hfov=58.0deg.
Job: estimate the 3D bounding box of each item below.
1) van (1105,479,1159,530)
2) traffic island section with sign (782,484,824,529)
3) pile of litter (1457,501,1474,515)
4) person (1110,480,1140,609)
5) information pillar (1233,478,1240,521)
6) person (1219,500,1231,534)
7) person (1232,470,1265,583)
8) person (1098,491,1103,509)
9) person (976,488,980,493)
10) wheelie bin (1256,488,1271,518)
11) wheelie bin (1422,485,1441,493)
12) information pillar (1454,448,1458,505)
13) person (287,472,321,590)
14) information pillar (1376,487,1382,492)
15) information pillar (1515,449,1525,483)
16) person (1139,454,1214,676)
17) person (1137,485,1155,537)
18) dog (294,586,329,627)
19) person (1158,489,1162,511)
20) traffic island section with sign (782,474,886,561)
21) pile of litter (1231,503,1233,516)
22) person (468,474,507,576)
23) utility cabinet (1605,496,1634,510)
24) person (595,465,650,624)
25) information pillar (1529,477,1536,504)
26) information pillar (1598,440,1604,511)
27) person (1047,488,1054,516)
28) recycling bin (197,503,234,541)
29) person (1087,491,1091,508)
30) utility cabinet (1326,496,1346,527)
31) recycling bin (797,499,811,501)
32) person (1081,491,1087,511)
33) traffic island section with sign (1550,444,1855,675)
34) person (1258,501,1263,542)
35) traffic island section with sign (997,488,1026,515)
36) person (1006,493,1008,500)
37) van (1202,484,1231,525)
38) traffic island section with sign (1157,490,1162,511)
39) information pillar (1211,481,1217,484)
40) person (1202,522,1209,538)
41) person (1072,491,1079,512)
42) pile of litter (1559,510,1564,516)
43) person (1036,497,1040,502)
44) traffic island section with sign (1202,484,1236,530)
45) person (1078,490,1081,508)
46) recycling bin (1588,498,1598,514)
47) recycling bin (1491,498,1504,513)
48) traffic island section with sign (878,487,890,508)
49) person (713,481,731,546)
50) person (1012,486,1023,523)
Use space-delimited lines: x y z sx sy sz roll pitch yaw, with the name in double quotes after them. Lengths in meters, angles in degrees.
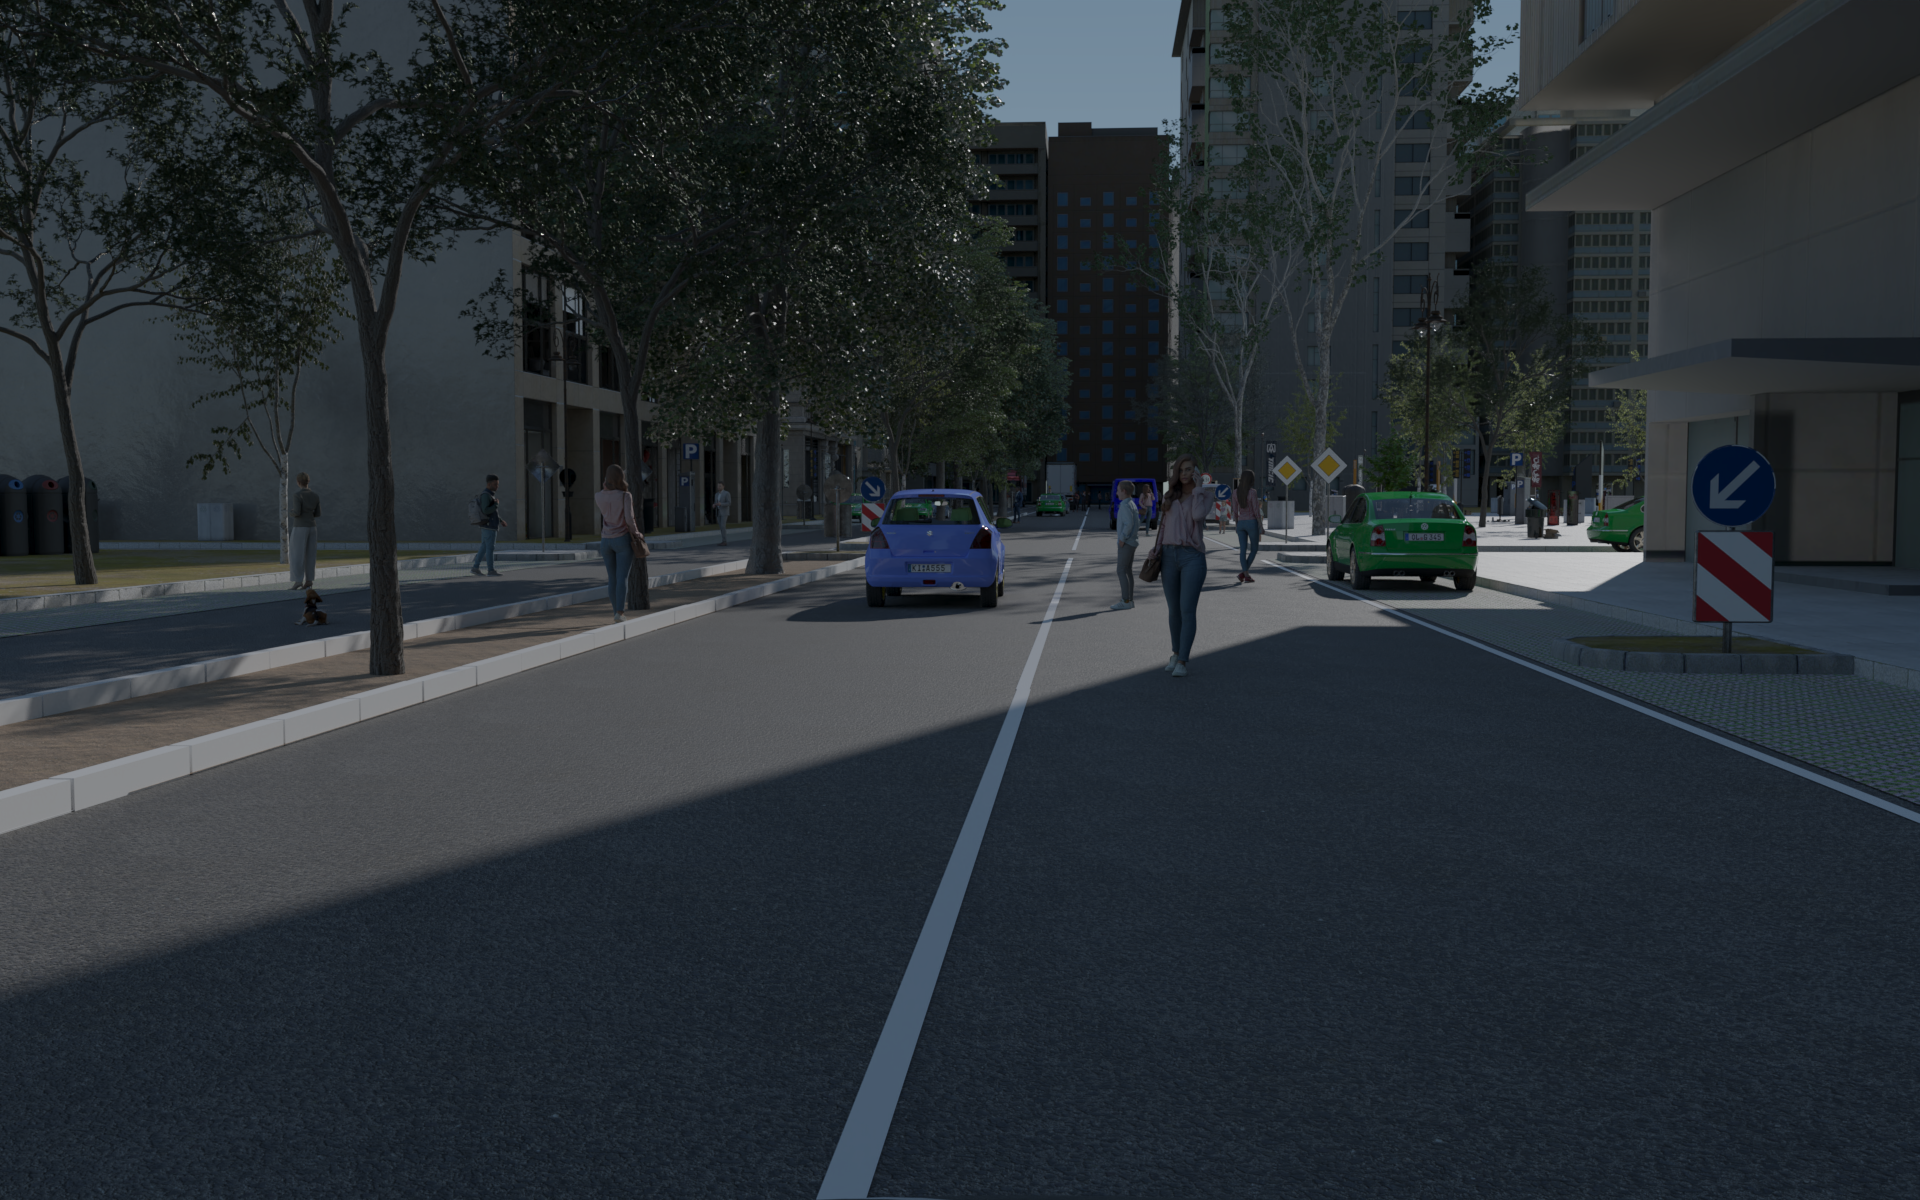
7.105 -4.080 71.087 2.240 2.365 5.245 0 4 4 "van"
-6.385 -3.799 70.741 1.989 1.847 2.006 0 4 4 "traffic island section with sign"
30.708 -5.601 105.541 1.719 0.858 1.176 -2 4 -31 "pile of litter"
2.089 -0.701 21.767 0.330 1.601 0.589 2 4 26 "person"
13.041 -4.706 81.430 0.304 2.012 0.304 3 5 44 "information pillar"
9.490 -2.964 61.979 0.505 1.210 0.382 2 4 26 "person"
4.673 -1.192 28.007 0.555 1.821 0.388 2 4 31 "person"
13.174 -9.356 162.176 0.721 1.736 1.217 1 4 18 "person"
1.385 -7.529 131.230 0.705 1.869 1.348 -1 4 -15 "person"
16.017 -5.128 91.758 0.693 1.594 0.980 -2 4 -33 "wheelie bin"
16.520 -3.247 60.992 0.693 1.594 0.980 0 4 -4 "wheelie bin"
25.394 -5.957 88.752 0.183 3.616 0.504 0 4 8 "information pillar"
-9.823 -1.030 25.889 0.362 1.759 0.519 2 4 29 "person"
24.416 -5.901 100.970 0.304 2.012 0.304 1 4 11 "information pillar"
29.196 -6.051 90.293 0.504 3.616 0.183 -1 4 -11 "information pillar"
1.769 -0.289 13.821 0.593 1.750 0.643 2 4 32 "person"
6.196 -3.018 58.441 0.593 1.750 0.643 -3 5 -40 "person"
-7.202 0.068 19.079 0.550 0.427 0.748 1 4 10 "dog"
16.316 -8.171 142.108 0.705 1.823 1.348 -1 4 -11 "person"
-2.775 -1.827 38.013 2.006 1.907 1.989 0 4 4 "traffic island section with sign"
16.252 -5.453 103.127 1.719 0.858 1.176 -3 5 -41 "pile of litter"
-8.189 -1.300 30.109 0.721 1.781 0.623 -2 4 -27 "person"
25.484 -3.413 66.963 1.020 1.237 0.306 0 4 1 "utility cabinet"
-3.727 -0.599 18.882 0.593 1.750 0.643 1 4 17 "person"
25.059 -4.374 76.000 0.304 2.012 0.304 0 4 -6 "information pillar"
27.945 -5.147 75.515 0.183 3.616 0.504 2 4 30 "information pillar"
6.025 -6.527 114.987 0.659 1.850 0.755 1 4 20 "person"
-20.377 -2.132 47.417 0.722 1.027 0.722 0 4 -2 "recycling bin"
13.780 -10.712 184.435 0.445 1.727 0.742 0 4 1 "person"
14.374 -3.412 66.947 1.020 1.237 0.306 3 4 36 "utility cabinet"
-8.088 -4.780 90.714 0.722 1.027 0.722 -1 4 -20 "recycling bin"
10.331 -8.271 144.538 0.445 1.727 0.742 1 4 20 "person"
6.144 -0.369 14.657 1.989 1.847 2.006 0 4 4 "traffic island section with sign"
8.212 -2.121 47.860 0.332 1.250 0.352 2 4 24 "person"
3.585 -6.861 120.314 2.006 1.907 1.989 0 4 4 "traffic island section with sign"
3.473 -7.757 136.043 0.721 1.735 1.217 3 4 36 "person"
10.407 -4.023 72.790 2.013 2.044 4.112 0 4 5 "van"
16.323 -8.425 146.369 1.989 1.847 2.006 0 4 4 "traffic island section with sign"
14.066 -5.597 95.999 0.304 2.012 0.304 2 4 26 "information pillar"
6.564 -2.134 48.890 1.012 1.151 0.738 0 4 0 "person"
9.081 -7.730 136.359 0.593 1.643 0.415 0 4 -3 "person"
35.668 -5.391 102.113 1.719 0.858 1.176 0 4 7 "pile of litter"
6.809 -8.266 146.882 0.697 1.427 0.421 1 4 10 "person"
10.383 -3.719 69.441 1.989 1.847 2.006 0 4 4 "traffic island section with sign"
12.388 -10.535 180.768 0.705 1.821 1.348 1 4 13 "person"
41.410 -6.166 113.360 0.722 1.027 0.722 -2 4 -34 "recycling bin"
36.151 -6.346 116.311 0.722 1.027 0.722 -3 5 -41 "recycling bin"
-4.291 -5.455 97.813 1.989 1.847 2.006 0 4 4 "traffic island section with sign"
-6.666 -2.408 48.065 0.606 1.804 0.583 2 4 34 "person"
2.804 -4.650 84.711 0.419 1.800 0.721 -3 4 -37 "person"
